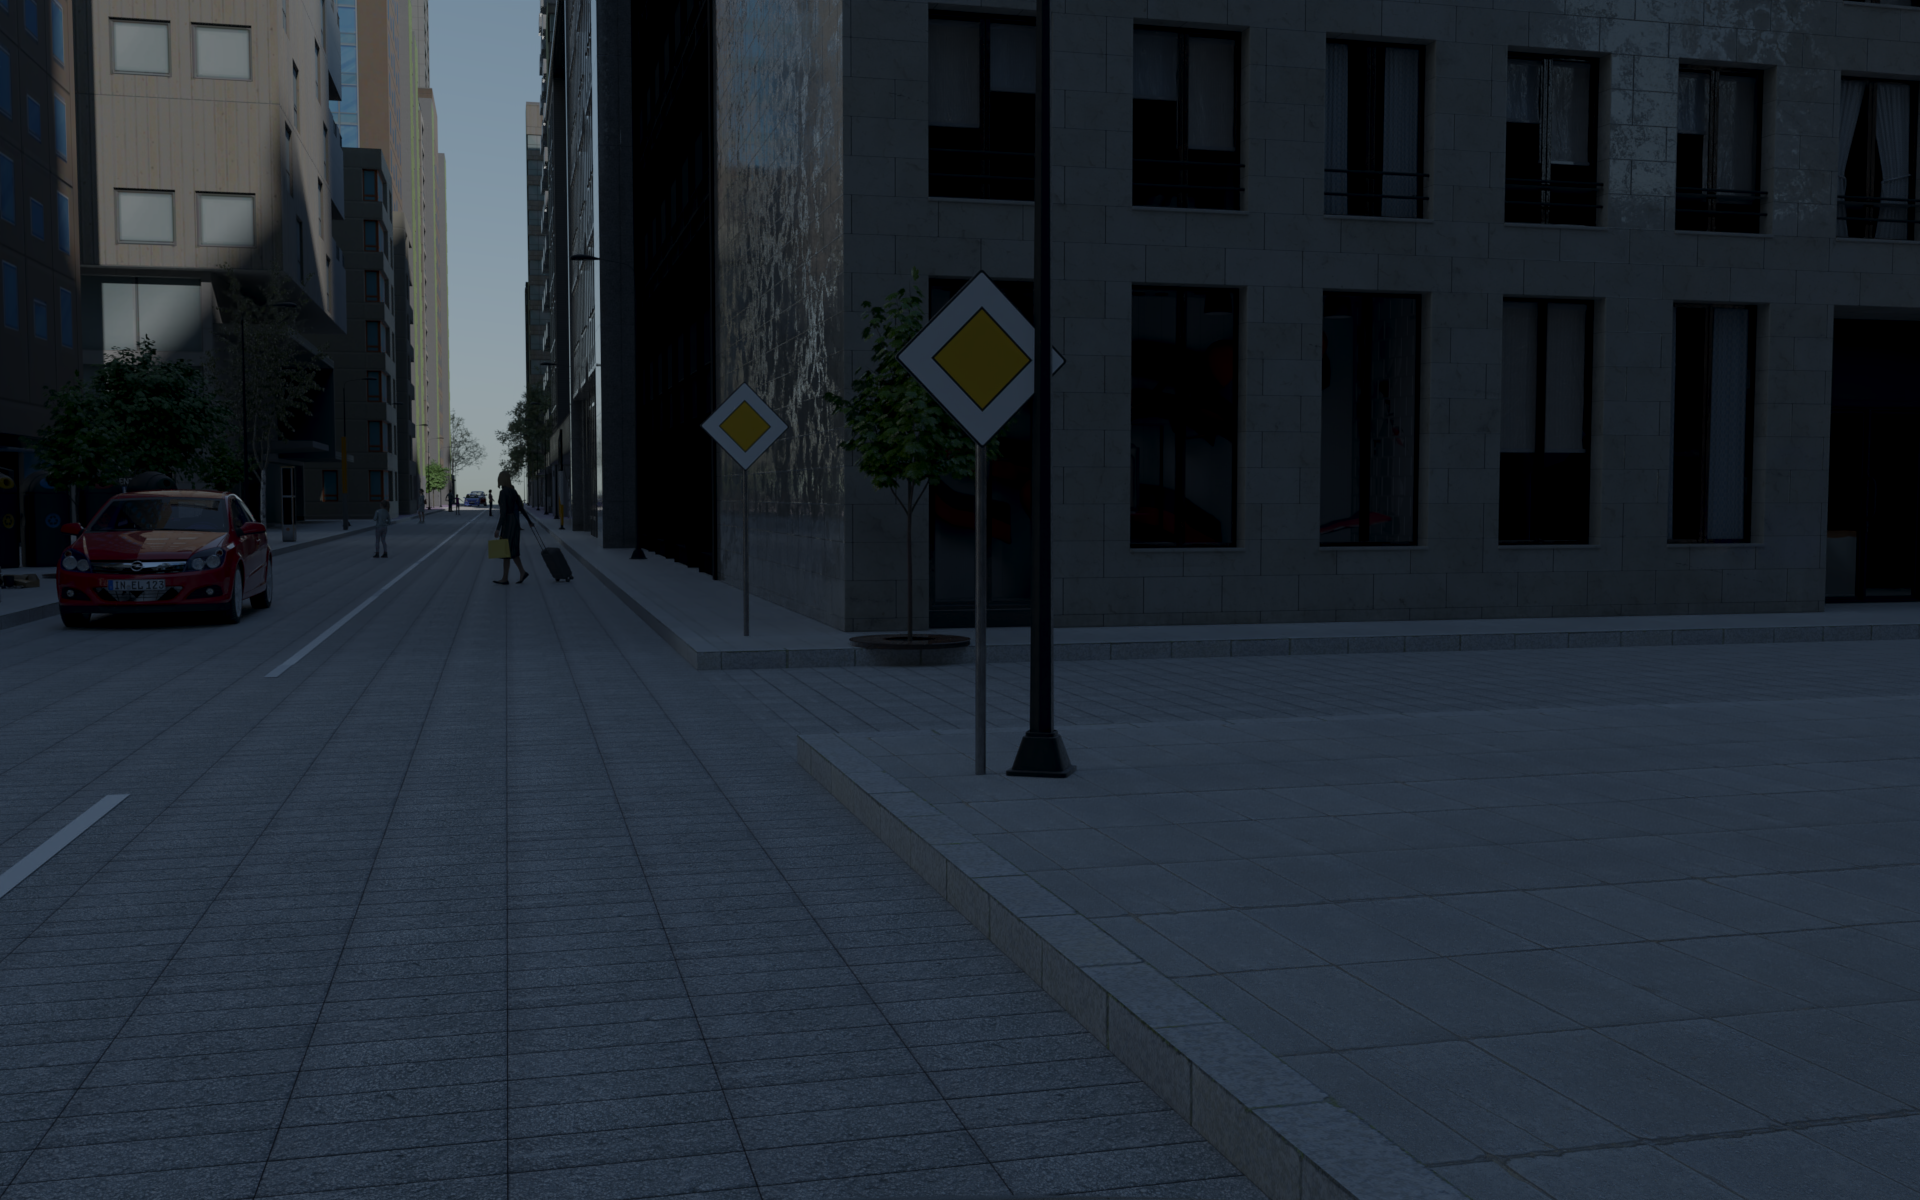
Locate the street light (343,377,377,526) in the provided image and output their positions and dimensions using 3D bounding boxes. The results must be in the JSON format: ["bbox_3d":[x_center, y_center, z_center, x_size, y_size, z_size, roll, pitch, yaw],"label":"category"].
[{"bbox_3d":[-23.870,-5.891,68.860,1.470,5.913,1.316,-1,4,-15],"label":"street light"}]

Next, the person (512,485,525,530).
[{"bbox_3d":[-17.647,-3.660,68.518,0.721,1.800,0.419,0,4,8],"label":"person"}]

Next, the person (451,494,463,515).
[{"bbox_3d":[-34.191,-6.499,117.977,0.991,1.433,0.599,-3,5,-43],"label":"person"}]

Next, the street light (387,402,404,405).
[{"bbox_3d":[-28.870,-7.048,87.780,1.470,5.913,1.316,-1,4,-15],"label":"street light"}]

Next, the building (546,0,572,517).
[{"bbox_3d":[-17.592,-20.344,104.323,14.160,30.474,14.107,-1,4,-15],"label":"building"}]

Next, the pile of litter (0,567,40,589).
[{"bbox_3d":[-13.406,-0.612,23.974,1.176,0.858,1.719,-2,4,-35],"label":"pile of litter"}]

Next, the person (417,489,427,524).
[{"bbox_3d":[-26.249,-4.586,84.481,0.522,1.701,0.512,-1,4,-20],"label":"person"}]

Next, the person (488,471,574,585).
[{"bbox_3d":[-6.893,-1.163,27.731,1.509,1.804,0.699,-3,5,-42],"label":"person"}]

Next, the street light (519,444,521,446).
[{"bbox_3d":[-33.368,-9.909,134.549,1.470,5.913,1.316,-1,4,-15],"label":"street light"}]

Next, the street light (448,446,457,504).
[{"bbox_3d":[-49.948,-11.977,168.364,1.470,5.913,1.316,-1,4,-15],"label":"street light"}]

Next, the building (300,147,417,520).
[{"bbox_3d":[-45.950,-15.439,97.463,27.650,21.520,28.899,-1,4,-15],"label":"building"}]

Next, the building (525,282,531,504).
[{"bbox_3d":[-52.188,-28.462,237.062,14.160,30.474,14.107,-1,4,-15],"label":"building"}]

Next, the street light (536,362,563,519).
[{"bbox_3d":[-14.086,-5.423,61.211,1.470,5.913,1.316,-1,4,-15],"label":"street light"}]

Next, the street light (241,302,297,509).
[{"bbox_3d":[-16.760,-4.248,41.997,1.470,5.913,1.316,-1,4,-15],"label":"street light"}]

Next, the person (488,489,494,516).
[{"bbox_3d":[-30.129,-6.255,111.474,0.721,1.736,1.217,0,4,-3],"label":"person"}]

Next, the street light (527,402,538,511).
[{"bbox_3d":[-21.094,-7.065,88.049,1.470,5.913,1.316,-1,4,-15],"label":"street light"}]

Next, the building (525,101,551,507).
[{"bbox_3d":[-38.981,-30.689,185.352,14.154,41.232,14.086,-1,4,-15],"label":"building"}]

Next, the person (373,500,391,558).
[{"bbox_3d":[-13.033,-1.601,38.955,0.394,1.301,0.425,2,4,25],"label":"person"}]

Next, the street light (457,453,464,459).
[{"bbox_3d":[-57.060,-13.621,195.237,1.470,5.913,1.316,-1,4,-15],"label":"street light"}]

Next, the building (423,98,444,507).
[{"bbox_3d":[-59.559,-29.883,172.189,14.154,41.232,14.086,-1,4,-15],"label":"building"}]

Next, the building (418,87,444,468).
[{"bbox_3d":[-63.178,-32.769,185.887,14.600,45.320,14.200,-1,4,-15],"label":"building"}]

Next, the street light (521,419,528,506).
[{"bbox_3d":[-26.234,-8.245,107.348,1.470,5.913,1.316,-1,4,-15],"label":"street light"}]

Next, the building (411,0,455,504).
[{"bbox_3d":[-74.084,-47.520,215.210,20.563,71.187,20.611,-1,4,-15],"label":"building"}]

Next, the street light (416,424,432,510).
[{"bbox_3d":[-35.936,-8.700,114.786,1.470,5.913,1.316,-1,4,-15],"label":"street light"}]

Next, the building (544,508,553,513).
[{"bbox_3d":[-13.548,-26.474,124.736,32.217,40.220,23.993,-1,4,-15],"label":"building"}]

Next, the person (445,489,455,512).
[{"bbox_3d":[-40.911,-7.983,139.106,1.350,1.814,0.705,2,4,32],"label":"person"}]

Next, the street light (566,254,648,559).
[{"bbox_3d":[-6.862,-3.748,33.820,1.470,5.913,1.316,-1,4,-15],"label":"street light"}]

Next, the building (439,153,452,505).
[{"bbox_3d":[-66.590,-31.596,200.182,14.154,41.232,14.086,-1,4,-15],"label":"building"}]

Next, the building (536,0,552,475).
[{"bbox_3d":[-24.595,-32.420,149.670,23.786,49.044,30.456,-1,4,-15],"label":"building"}]

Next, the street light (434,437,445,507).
[{"bbox_3d":[-42.887,-10.342,141.638,1.470,5.913,1.316,-1,4,-15],"label":"street light"}]

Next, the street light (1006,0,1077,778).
[{"bbox_3d":[-0.149,-2.148,7.665,1.470,5.913,1.316,-1,4,-15],"label":"street light"}]
